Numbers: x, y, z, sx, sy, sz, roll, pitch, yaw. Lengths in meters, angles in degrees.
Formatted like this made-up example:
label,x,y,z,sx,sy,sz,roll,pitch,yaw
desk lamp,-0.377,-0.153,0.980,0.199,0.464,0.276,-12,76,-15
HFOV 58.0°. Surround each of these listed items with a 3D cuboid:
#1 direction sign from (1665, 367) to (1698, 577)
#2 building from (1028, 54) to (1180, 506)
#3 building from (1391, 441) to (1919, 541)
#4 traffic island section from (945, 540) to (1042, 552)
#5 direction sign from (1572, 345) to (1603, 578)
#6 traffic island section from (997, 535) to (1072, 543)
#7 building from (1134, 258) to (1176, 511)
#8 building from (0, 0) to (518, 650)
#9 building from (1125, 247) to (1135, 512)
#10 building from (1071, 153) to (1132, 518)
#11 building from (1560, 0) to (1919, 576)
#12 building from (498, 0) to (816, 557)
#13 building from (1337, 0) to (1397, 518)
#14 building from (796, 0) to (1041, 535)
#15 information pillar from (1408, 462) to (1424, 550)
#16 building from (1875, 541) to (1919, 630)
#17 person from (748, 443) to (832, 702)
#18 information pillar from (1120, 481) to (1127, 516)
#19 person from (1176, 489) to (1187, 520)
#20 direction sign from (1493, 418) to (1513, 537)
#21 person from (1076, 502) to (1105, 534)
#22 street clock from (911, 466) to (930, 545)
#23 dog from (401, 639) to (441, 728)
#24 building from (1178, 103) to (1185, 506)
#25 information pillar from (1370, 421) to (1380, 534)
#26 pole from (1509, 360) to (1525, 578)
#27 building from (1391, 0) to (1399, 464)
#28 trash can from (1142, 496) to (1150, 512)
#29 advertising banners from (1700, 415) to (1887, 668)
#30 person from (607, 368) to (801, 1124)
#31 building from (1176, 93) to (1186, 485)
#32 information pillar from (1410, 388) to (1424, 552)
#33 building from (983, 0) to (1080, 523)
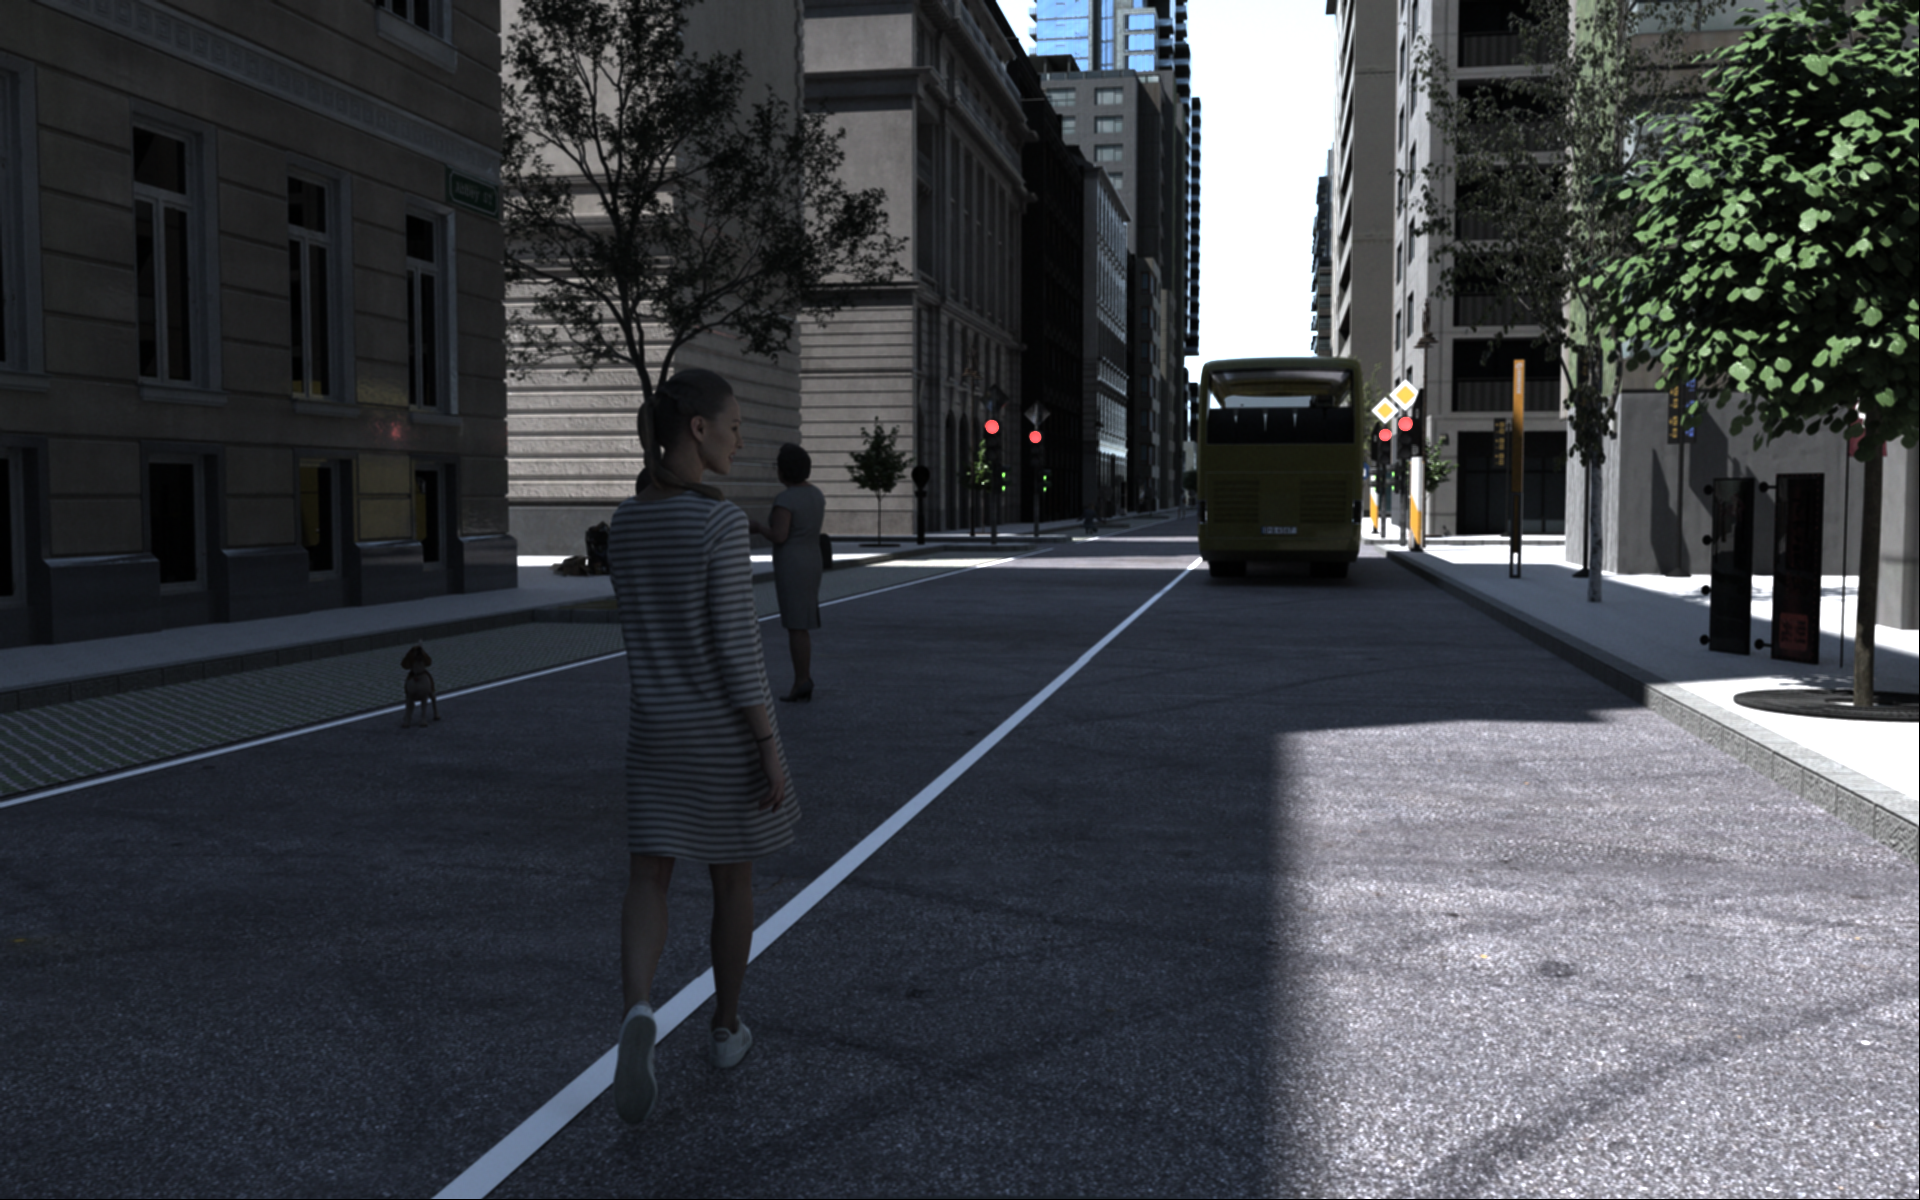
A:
label,x,y,z,sx,sy,sz,roll,pitch,yaw
direction sign,11.131,-2.125,26.735,0.379,3.537,0.876,0,4,-3
building,12.840,-29.349,163.444,14.154,41.232,14.086,1,4,10
building,26.486,-38.002,59.584,20.611,71.187,20.563,1,4,10
traffic island section,0.843,-1.344,44.247,2.009,0.180,2.903,1,4,10
direction sign,9.662,-2.120,26.656,0.379,3.537,0.876,3,5,43
traffic island section,2.280,-1.824,52.103,2.009,0.180,2.903,1,4,10
building,3.097,-18.255,143.501,27.650,21.520,28.899,1,4,10
building,-13.925,-13.978,14.442,13.634,28.700,20.117,1,4,10
building,5.175,-17.684,118.813,12.332,23.373,15.834,1,4,10
building,4.374,-15.436,101.523,9.793,20.994,18.267,1,4,10
building,18.633,-21.302,31.887,14.154,41.232,14.086,1,4,10
building,-13.962,-12.965,40.852,19.941,23.489,11.050,1,4,10
building,33.547,-29.220,101.456,21.300,48.544,21.600,1,4,10
building,-5.154,-13.694,65.695,13.314,21.916,24.055,1,4,10
information pillar,10.464,-2.157,39.754,0.304,2.012,0.304,0,4,5
building,17.199,-34.541,2.993,20.563,71.187,20.611,1,4,10
person,-1.169,-0.196,12.060,0.532,1.782,0.716,2,4,27
information pillar,9.555,-5.908,101.079,0.304,2.012,0.304,2,4,24
person,12.281,-5.265,95.594,0.522,1.701,0.512,3,5,44
direction sign,16.384,-3.658,51.802,0.876,3.537,0.379,0,4,0
person,4.596,-2.933,61.955,1.012,1.151,0.738,2,4,24
street clock,-0.995,-2.414,44.043,0.471,2.002,0.358,0,4,1
dog,-3.368,0.519,10.805,0.540,0.507,0.406,3,4,37
building,15.473,-30.193,177.256,14.154,41.232,14.086,1,4,10
information pillar,13.382,-3.944,55.847,0.183,3.616,0.504,-1,4,-10
pole,8.495,-1.991,26.393,0.158,3.312,0.155,0,3,0
building,26.860,-26.078,76.494,14.600,45.320,14.200,1,4,10
trash can,13.166,-6.782,122.543,0.748,1.137,0.748,0,3,0
advertising banners,6.385,-1.041,13.201,0.090,3.025,2.074,-1,4,-13
person,-0.635,0.312,4.156,0.466,1.731,0.760,0,4,2
building,17.482,-33.109,191.434,14.600,45.320,14.200,1,4,10
information pillar,10.187,-2.890,38.612,0.183,3.616,0.504,0,4,-5
building,-0.936,-15.623,85.118,12.332,23.373,15.834,1,4,10
